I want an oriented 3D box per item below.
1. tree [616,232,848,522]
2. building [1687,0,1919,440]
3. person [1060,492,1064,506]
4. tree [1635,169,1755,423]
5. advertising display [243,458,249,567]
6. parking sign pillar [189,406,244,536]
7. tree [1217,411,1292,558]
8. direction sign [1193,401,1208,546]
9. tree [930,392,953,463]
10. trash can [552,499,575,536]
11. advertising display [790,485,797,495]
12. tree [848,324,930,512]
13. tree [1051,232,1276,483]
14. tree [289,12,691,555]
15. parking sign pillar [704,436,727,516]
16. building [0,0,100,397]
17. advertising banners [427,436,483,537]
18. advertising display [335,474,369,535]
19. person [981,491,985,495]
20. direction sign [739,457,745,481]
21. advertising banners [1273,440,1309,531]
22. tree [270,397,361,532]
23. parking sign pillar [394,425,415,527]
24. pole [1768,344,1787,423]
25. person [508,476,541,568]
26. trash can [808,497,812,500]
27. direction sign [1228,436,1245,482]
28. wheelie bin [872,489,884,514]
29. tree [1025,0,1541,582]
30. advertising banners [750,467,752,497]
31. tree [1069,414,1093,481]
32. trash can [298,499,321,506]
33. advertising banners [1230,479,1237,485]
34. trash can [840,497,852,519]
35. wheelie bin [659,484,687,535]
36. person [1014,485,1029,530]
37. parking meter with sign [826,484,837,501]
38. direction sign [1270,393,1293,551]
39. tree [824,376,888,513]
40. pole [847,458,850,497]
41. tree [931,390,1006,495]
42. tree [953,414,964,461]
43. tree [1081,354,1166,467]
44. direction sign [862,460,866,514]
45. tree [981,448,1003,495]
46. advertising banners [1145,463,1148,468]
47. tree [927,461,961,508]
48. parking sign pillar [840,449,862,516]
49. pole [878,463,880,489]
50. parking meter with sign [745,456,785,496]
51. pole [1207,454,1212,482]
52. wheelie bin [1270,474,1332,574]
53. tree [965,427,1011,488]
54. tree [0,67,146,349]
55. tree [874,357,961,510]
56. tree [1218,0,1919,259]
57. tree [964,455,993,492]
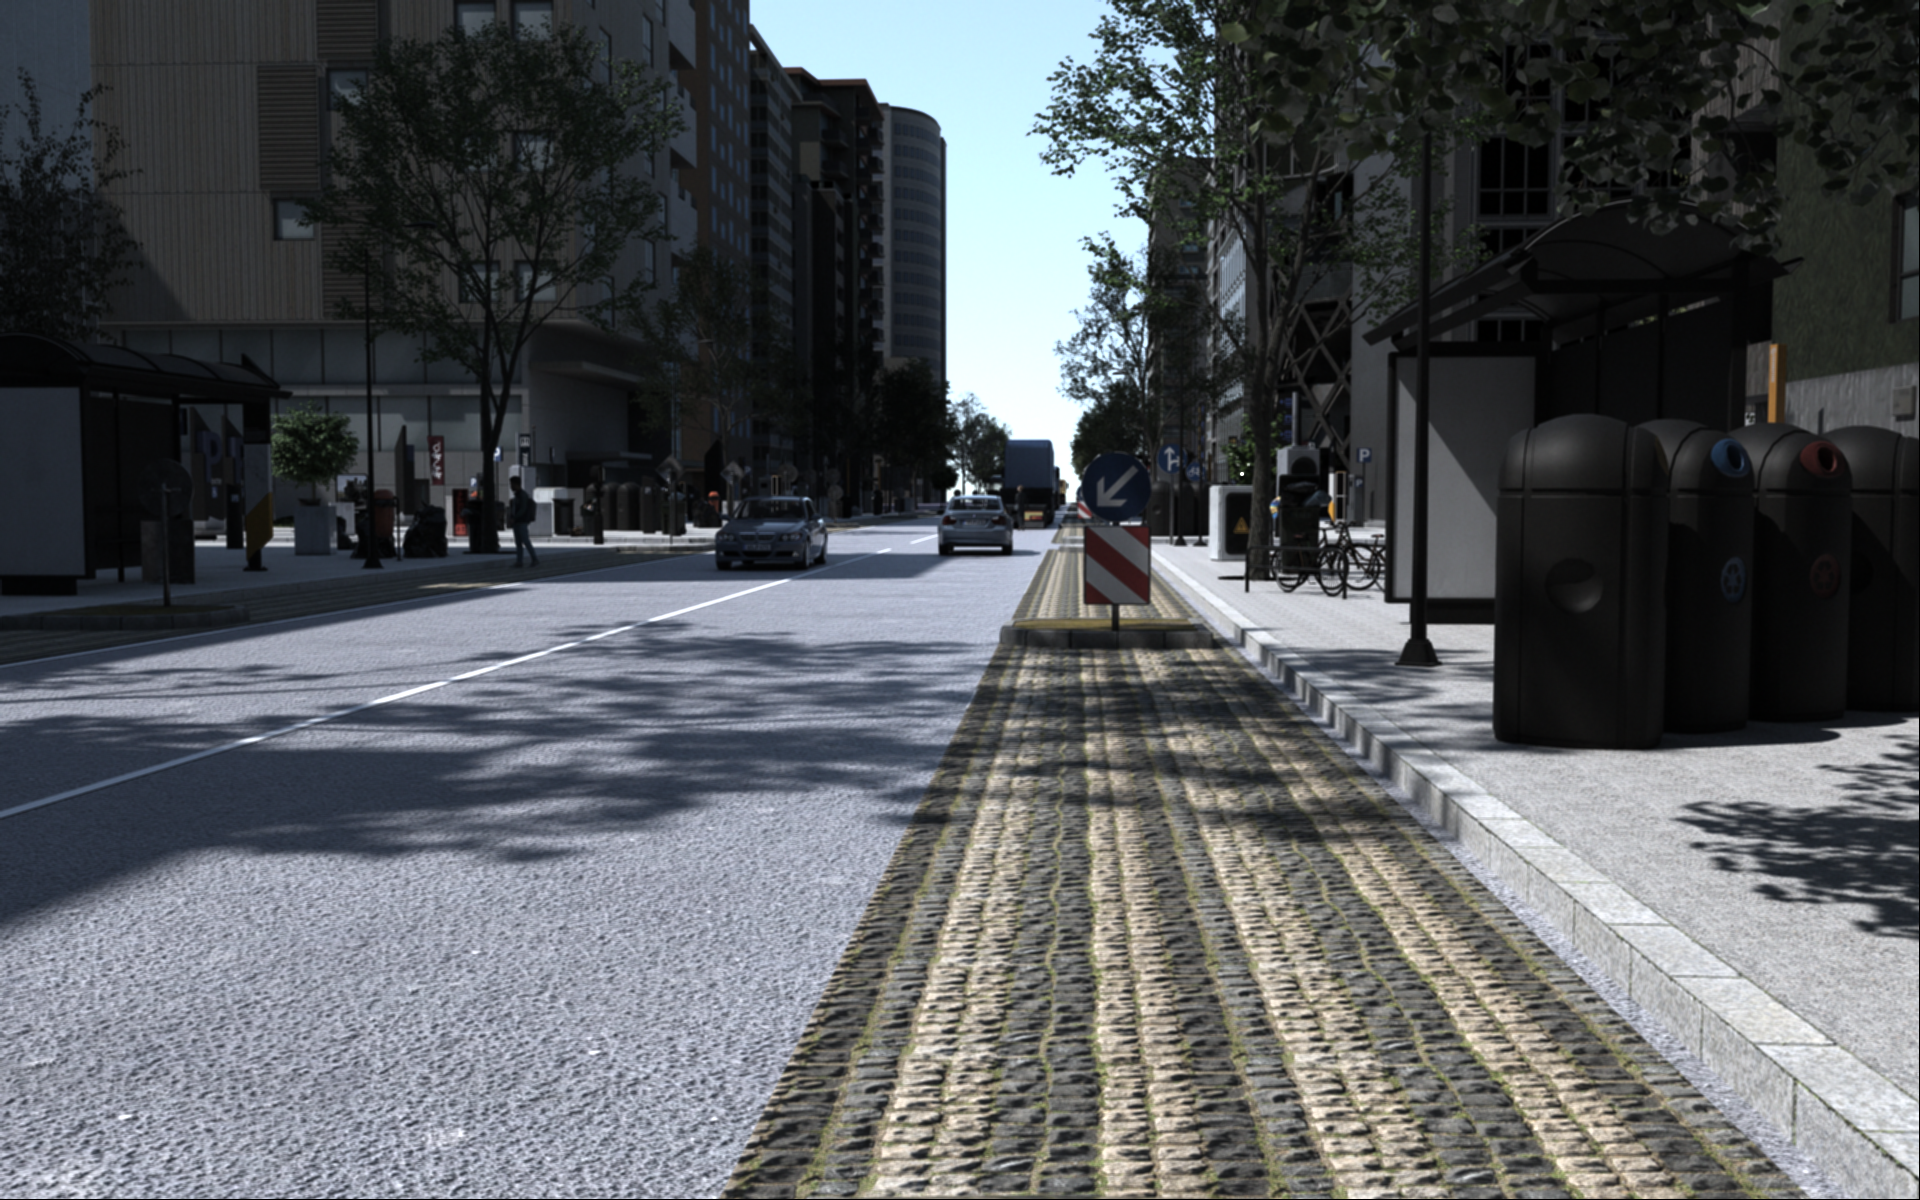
[{"bbox_3d":[-8.562,-7.820,62.268,7.601,10.594,8.767,0,4,5],"label":"tree"},{"bbox_3d":[19.097,-15.579,26.423,14.160,30.474,14.107,0,4,4],"label":"building"},{"bbox_3d":[11.974,-12.062,206.240,0.721,1.766,1.217,3,5,39],"label":"person"},{"bbox_3d":[16.414,-5.317,37.289,4.737,8.622,4.395,0,3,0],"label":"tree"},{"bbox_3d":[-12.530,-1.549,30.544,0.123,1.923,0.974,-2,4,-26],"label":"advertising display"},{"bbox_3d":[-23.419,-4.002,53.901,1.447,3.967,1.447,0,4,2],"label":"parking sign pillar"},{"bbox_3d":[5.953,-2.485,35.233,1.663,3.219,1.824,0,3,0],"label":"tree"},{"bbox_3d":[5.921,-3.093,42.561,0.379,3.537,0.876,0,4,0],"label":"direction sign"},{"bbox_3d":[-4.595,-11.377,120.422,7.601,10.594,8.767,0,4,-2],"label":"tree"},{"bbox_3d":[-12.264,-2.566,53.608,0.748,1.137,0.748,0,3,0],"label":"trash can"},{"bbox_3d":[-11.992,-7.375,125.796,0.123,1.923,0.974,3,4,36],"label":"advertising display"},{"bbox_3d":[-6.609,-9.694,92.910,8.767,10.594,7.601,-1,4,-9],"label":"tree"},{"bbox_3d":[7.014,-7.744,61.027,8.767,10.594,7.601,1,4,17],"label":"tree"},{"bbox_3d":[-9.958,-6.802,36.973,9.928,11.665,9.643,0,3,0],"label":"tree"},{"bbox_3d":[-11.400,-5.653,80.899,1.447,3.967,1.447,-3,5,-42],"label":"parking sign pillar"},{"bbox_3d":[-28.369,-12.995,30.491,19.932,24.808,12.078,0,4,4],"label":"building"},{"bbox_3d":[-14.957,-3.409,51.921,2.074,3.025,0.090,0,4,6],"label":"advertising banners"},{"bbox_3d":[-19.186,-3.025,54.673,0.974,1.923,0.123,-2,4,-27],"label":"advertising display"},{"bbox_3d":[2.659,-11.097,190.392,0.568,1.767,0.683,2,4,31],"label":"person"},{"bbox_3d":[-13.361,-6.988,106.252,0.379,3.537,0.876,1,4,17],"label":"direction sign"},{"bbox_3d":[10.418,-3.666,56.123,2.074,3.025,0.090,-2,4,-24],"label":"advertising banners"},{"bbox_3d":[-21.970,-4.586,58.701,4.285,4.588,4.351,0,3,0],"label":"tree"},{"bbox_3d":[-21.963,-4.894,68.484,1.447,3.967,1.447,-2,4,-32],"label":"parking sign pillar"},{"bbox_3d":[11.134,-1.824,23.661,0.158,3.312,0.155,0,3,0],"label":"pole"},{"bbox_3d":[-8.477,-1.503,33.414,0.721,1.781,0.623,-3,5,-40],"label":"person"},{"bbox_3d":[-7.833,-4.644,87.578,0.748,1.137,0.748,0,3,0],"label":"trash can"},{"bbox_3d":[10.851,-4.620,67.526,0.876,3.537,0.379,3,4,39],"label":"direction sign"},{"bbox_3d":[-5.185,-6.218,109.567,0.693,1.594,0.980,-1,4,-18],"label":"wheelie bin"},{"bbox_3d":[4.516,-6.091,25.351,9.928,11.665,9.643,0,3,0],"label":"tree"},{"bbox_3d":[-13.623,-7.065,111.692,0.090,3.025,2.074,0,4,6],"label":"advertising banners"},{"bbox_3d":[18.380,-19.648,239.364,7.486,12.596,7.792,0,3,0],"label":"tree"},{"bbox_3d":[-20.776,-2.673,55.364,0.748,1.137,0.748,0,3,0],"label":"trash can"},{"bbox_3d":[14.172,-5.483,85.831,2.074,3.025,0.090,3,5,44],"label":"advertising banners"},{"bbox_3d":[-5.983,-4.847,90.900,0.748,1.137,0.748,0,3,0],"label":"trash can"},{"bbox_3d":[-9.052,-2.860,54.664,0.980,1.594,0.693,2,4,34],"label":"wheelie bin"},{"bbox_3d":[2.450,-3.631,68.291,0.534,1.772,0.576,2,4,30],"label":"person"},{"bbox_3d":[-9.166,-7.972,126.603,0.543,3.016,1.738,3,4,38],"label":"parking meter with sign"},{"bbox_3d":[7.028,-2.872,38.947,0.876,3.537,0.379,0,4,7],"label":"direction sign"},{"bbox_3d":[-6.292,-9.591,107.179,4.360,8.622,3.978,0,3,0],"label":"tree"},{"bbox_3d":[-6.353,-6.401,98.503,0.158,3.312,0.155,0,3,0],"label":"pole"},{"bbox_3d":[0.567,-17.858,202.348,12.009,13.543,11.850,0,3,0],"label":"tree"},{"bbox_3d":[-3.304,-12.186,133.658,8.767,10.594,7.601,2,4,29],"label":"tree"},{"bbox_3d":[8.746,-8.554,90.228,4.360,8.622,3.978,0,3,0],"label":"tree"},{"bbox_3d":[-6.362,-7.484,114.368,0.379,3.537,0.876,-1,4,-17],"label":"direction sign"},{"bbox_3d":[3.881,-18.283,249.295,4.737,8.622,4.395,0,3,0],"label":"tree"},{"bbox_3d":[10.869,-6.149,96.715,2.074,3.025,0.090,-3,5,-39],"label":"advertising banners"},{"bbox_3d":[-1.571,-11.047,164.328,4.285,4.588,4.351,0,3,0],"label":"tree"},{"bbox_3d":[-6.515,-6.950,102.102,1.447,3.967,1.447,3,5,43],"label":"parking sign pillar"},{"bbox_3d":[-5.215,-7.222,111.917,0.158,3.312,0.155,0,3,0],"label":"pole"},{"bbox_3d":[-8.907,-5.082,79.359,1.738,3.016,0.543,0,4,-3],"label":"parking meter with sign"},{"bbox_3d":[12.759,-5.797,88.619,0.158,3.312,0.155,0,3,0],"label":"pole"},{"bbox_3d":[5.491,-1.222,27.885,0.980,1.594,0.693,0,4,7],"label":"wheelie bin"},{"bbox_3d":[5.490,-22.471,284.409,9.611,12.733,9.660,0,3,0],"label":"tree"},{"bbox_3d":[-15.678,-4.823,29.223,4.360,8.622,3.978,0,3,0],"label":"tree"},{"bbox_3d":[-3.700,-13.754,143.001,7.486,12.596,7.792,0,3,0],"label":"tree"},{"bbox_3d":[3.664,-5.967,4.224,9.857,13.997,8.962,0,3,0],"label":"tree"},{"bbox_3d":[2.439,-17.448,235.641,4.360,8.622,3.978,0,3,0],"label":"tree"}]
